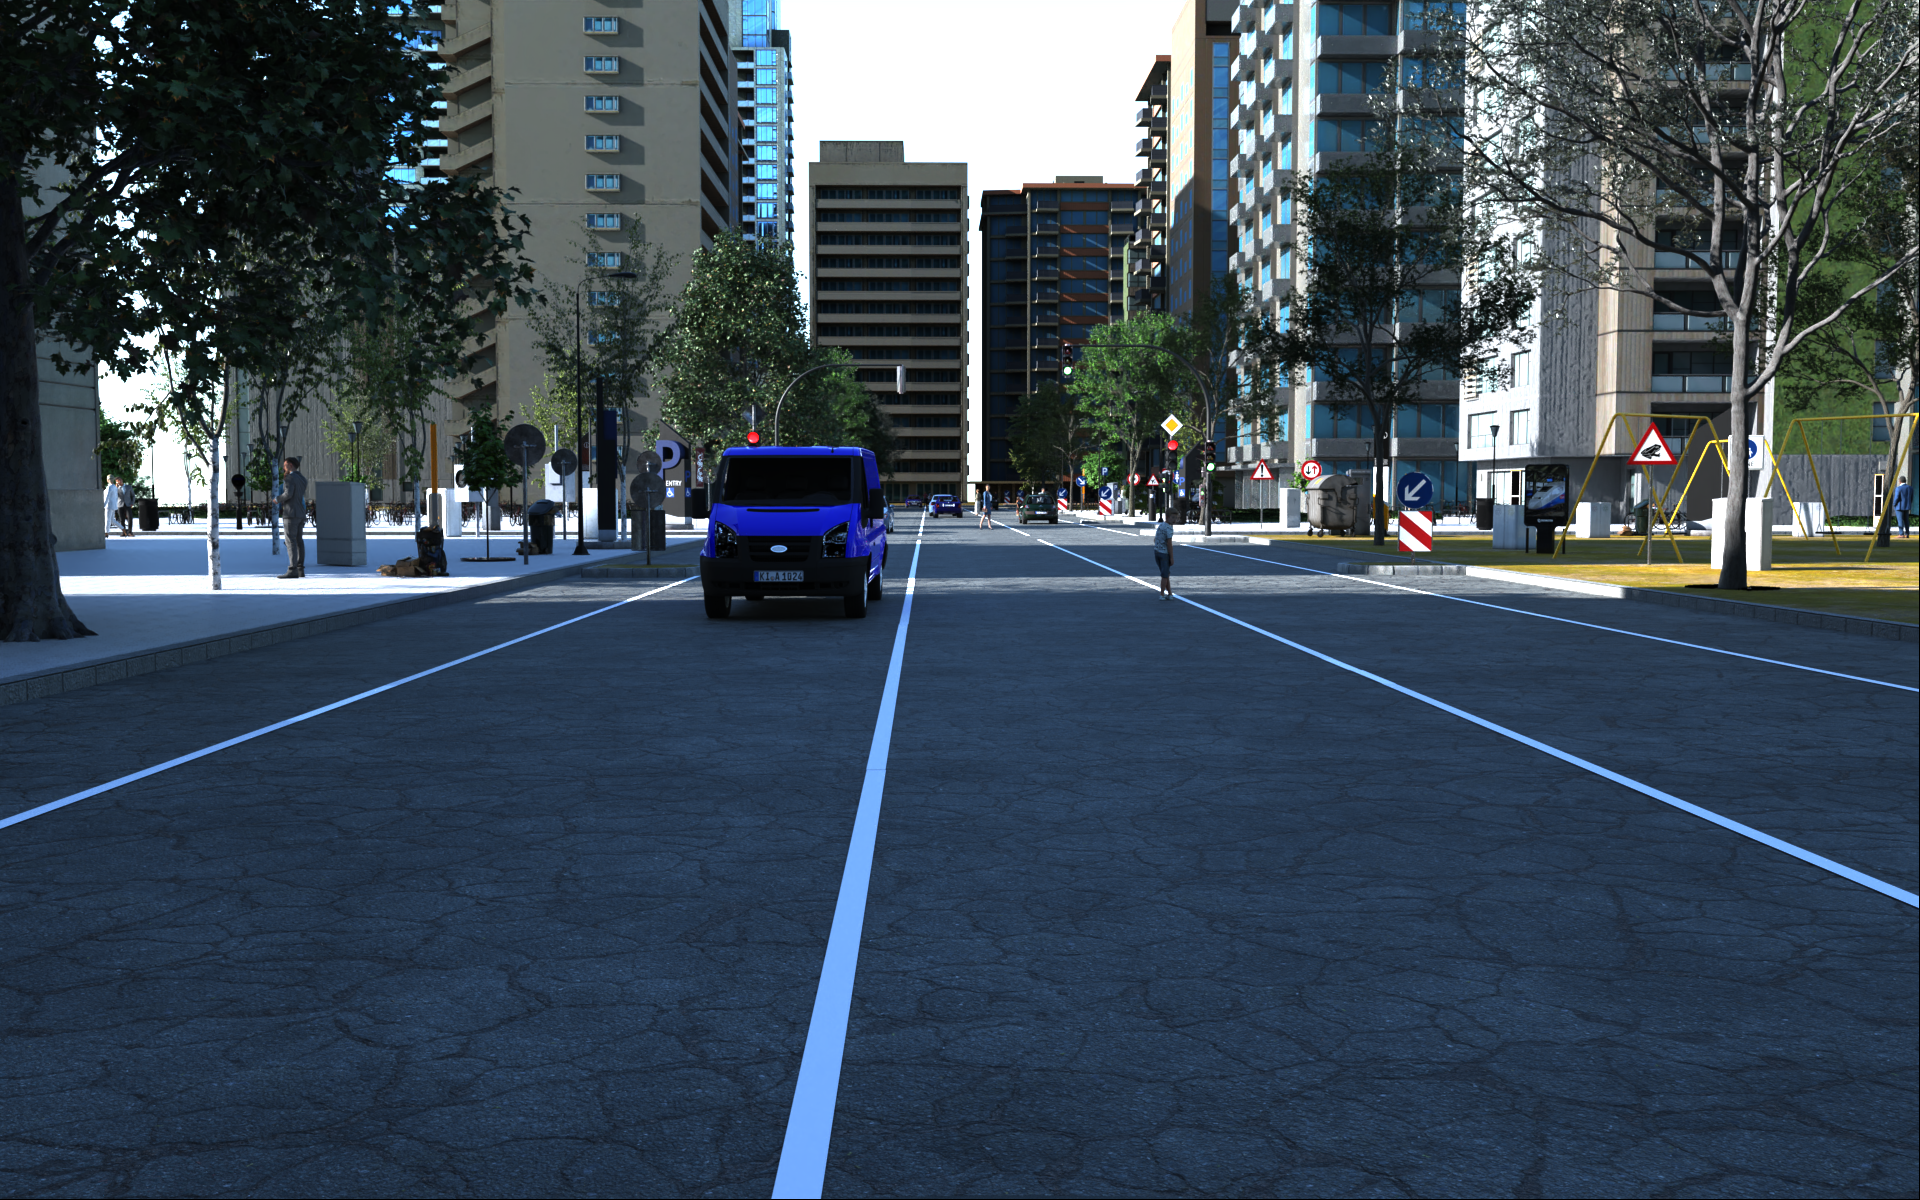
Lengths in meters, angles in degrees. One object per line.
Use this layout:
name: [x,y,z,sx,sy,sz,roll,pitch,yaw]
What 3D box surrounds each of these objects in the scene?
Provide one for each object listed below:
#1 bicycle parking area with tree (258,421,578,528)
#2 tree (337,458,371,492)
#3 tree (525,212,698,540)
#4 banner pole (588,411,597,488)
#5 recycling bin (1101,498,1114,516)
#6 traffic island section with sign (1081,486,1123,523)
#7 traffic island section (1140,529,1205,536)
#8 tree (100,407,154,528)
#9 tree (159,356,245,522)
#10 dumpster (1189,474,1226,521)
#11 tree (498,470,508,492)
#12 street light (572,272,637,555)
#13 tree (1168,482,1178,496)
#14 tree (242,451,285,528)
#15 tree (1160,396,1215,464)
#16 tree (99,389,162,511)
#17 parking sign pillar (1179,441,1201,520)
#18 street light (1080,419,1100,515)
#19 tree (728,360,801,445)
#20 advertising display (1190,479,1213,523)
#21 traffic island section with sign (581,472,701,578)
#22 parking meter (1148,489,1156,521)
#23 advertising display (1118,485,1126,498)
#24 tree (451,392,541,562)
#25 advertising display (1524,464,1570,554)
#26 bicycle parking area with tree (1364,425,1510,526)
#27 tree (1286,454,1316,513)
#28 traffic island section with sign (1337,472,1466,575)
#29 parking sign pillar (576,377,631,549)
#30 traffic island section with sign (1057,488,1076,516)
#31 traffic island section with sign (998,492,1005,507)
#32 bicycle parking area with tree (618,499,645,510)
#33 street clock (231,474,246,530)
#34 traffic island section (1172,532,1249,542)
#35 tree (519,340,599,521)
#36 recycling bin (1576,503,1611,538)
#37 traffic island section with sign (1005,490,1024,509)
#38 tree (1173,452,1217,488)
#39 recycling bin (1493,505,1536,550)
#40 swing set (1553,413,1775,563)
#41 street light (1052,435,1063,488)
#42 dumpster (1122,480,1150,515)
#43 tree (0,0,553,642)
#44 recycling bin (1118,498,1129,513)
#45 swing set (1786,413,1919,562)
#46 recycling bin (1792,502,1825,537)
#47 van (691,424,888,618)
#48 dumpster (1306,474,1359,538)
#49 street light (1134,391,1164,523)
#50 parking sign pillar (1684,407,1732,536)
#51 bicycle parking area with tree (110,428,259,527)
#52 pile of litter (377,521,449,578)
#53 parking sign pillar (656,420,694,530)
bicycle parking area with tree: [-21.142,-4.981,68.443,8.231,4.147,9.016,1,4,17]
tree: [-32.663,-6.066,93.778,1.663,3.219,1.824,0,3,0]
tree: [-8.946,-5.763,44.583,4.360,8.622,3.978,0,3,0]
banner pole: [-10.901,-3.805,52.228,0.863,3.779,0.401,-1,4,-12]
recycling bin: [8.750,-5.515,102.716,0.722,1.027,0.722,0,4,-4]
traffic island section with sign: [6.986,-4.702,85.499,1.989,1.847,2.006,0,4,-1]
traffic island section: [7.439,-2.362,60.905,2.009,0.180,2.903,0,4,-1]
tree: [-32.050,-4.970,64.978,4.285,4.588,4.351,0,3,0]
tree: [-35.293,-7.910,79.687,4.737,8.622,4.395,0,3,0]
dumpster: [11.664,-4.834,81.526,1.502,2.255,1.985,0,4,-1]
tree: [-32.351,-8.271,118.951,4.285,4.588,4.351,0,3,0]
street light: [-7.452,-3.903,36.358,1.470,5.913,1.316,0,4,-1]
tree: [16.419,-8.424,132.327,1.663,3.219,1.824,0,3,0]
tree: [-26.482,-4.380,66.219,1.663,3.219,1.824,0,3,0]
tree: [16.747,-10.892,128.445,4.737,8.622,4.395,0,3,0]
tree: [-64.801,-13.542,123.232,13.155,14.587,18.604,-1,4,-18]
parking sign pillar: [11.525,-6.023,86.950,1.447,3.967,1.447,3,5,43]
street light: [8.054,-8.213,106.817,1.470,5.913,1.316,0,4,-1]
tree: [-9.865,-8.505,89.423,4.360,8.622,3.978,0,3,0]
advertising display: [10.619,-4.346,76.268,0.974,1.923,0.123,0,4,5]
traffic island section with sign: [-5.527,-1.346,30.638,1.989,1.847,2.006,0,4,-1]
parking meter: [9.137,-4.517,82.257,0.372,1.533,0.369,0,3,0]
advertising display: [11.583,-7.164,122.340,0.123,1.923,0.974,-3,5,-40]
tree: [-9.056,-2.352,33.064,1.663,3.219,1.824,0,3,0]
advertising display: [12.634,-1.964,37.321,0.123,1.923,0.974,-3,5,-43]
bicycle parking area with tree: [19.733,-5.202,72.052,8.231,4.147,9.016,0,4,5]
tree: [16.554,-5.357,82.189,1.663,3.219,1.824,0,3,0]
traffic island section with sign: [7.986,-1.408,31.643,1.989,1.847,2.006,0,4,-1]
parking sign pillar: [-8.325,-3.197,40.742,1.447,3.967,1.447,-1,4,-12]
traffic island section with sign: [6.478,-6.350,112.450,1.989,1.847,2.006,0,4,-1]
traffic island section with sign: [5.039,-11.114,190.339,1.989,1.847,2.006,0,4,-1]
bicycle parking area with tree: [-20.884,-7.775,114.126,8.231,4.147,9.016,0,4,-4]
street clock: [-25.995,-3.538,62.420,0.471,2.002,0.358,-2,4,-27]
traffic island section: [7.587,-1.874,52.921,2.009,0.180,2.903,0,4,-1]
tree: [-18.888,-8.102,82.831,4.737,8.622,4.395,0,3,0]
recycling bin: [18.562,-2.337,50.761,0.722,1.027,0.722,-1,4,-11]
traffic island section with sign: [5.551,-9.457,163.248,1.989,1.847,2.006,0,4,-1]
tree: [16.474,-8.489,122.508,4.285,4.588,4.351,0,3,0]
recycling bin: [12.925,-1.701,40.358,0.722,1.027,0.722,-2,4,-33]
swing set: [13.698,-2.227,34.029,3.119,2.851,2.862,-2,4,-35]
street light: [7.496,-9.969,135.539,1.470,5.913,1.316,0,4,-1]
dumpster: [10.792,-6.343,106.207,1.502,2.255,1.985,0,4,-1]
tree: [-8.467,-6.000,15.100,9.611,12.733,9.660,0,3,0]
recycling bin: [11.024,-6.446,117.941,0.722,1.027,0.722,-2,4,-25]
swing set: [17.952,-2.260,34.564,2.862,2.851,3.119,-2,4,-24]
recycling bin: [25.395,-2.401,51.818,0.722,1.027,0.722,1,4,11]
van: [-1.996,-1.065,21.803,2.240,2.365,5.245,0,4,0]
dumpster: [11.147,-2.817,51.817,1.264,1.857,1.865,0,4,-1]
street light: [8.540,-6.456,78.094,1.470,5.913,1.316,0,4,-1]
parking sign pillar: [22.999,-3.949,53.034,1.447,3.967,1.447,2,4,29]
bicycle parking area with tree: [-31.087,-5.230,72.509,8.231,4.147,9.016,0,4,2]
pile of litter: [-8.583,-0.811,27.232,1.176,0.858,1.719,0,4,-3]
parking sign pillar: [-10.326,-4.520,62.379,1.447,3.967,1.447,2,4,27]
